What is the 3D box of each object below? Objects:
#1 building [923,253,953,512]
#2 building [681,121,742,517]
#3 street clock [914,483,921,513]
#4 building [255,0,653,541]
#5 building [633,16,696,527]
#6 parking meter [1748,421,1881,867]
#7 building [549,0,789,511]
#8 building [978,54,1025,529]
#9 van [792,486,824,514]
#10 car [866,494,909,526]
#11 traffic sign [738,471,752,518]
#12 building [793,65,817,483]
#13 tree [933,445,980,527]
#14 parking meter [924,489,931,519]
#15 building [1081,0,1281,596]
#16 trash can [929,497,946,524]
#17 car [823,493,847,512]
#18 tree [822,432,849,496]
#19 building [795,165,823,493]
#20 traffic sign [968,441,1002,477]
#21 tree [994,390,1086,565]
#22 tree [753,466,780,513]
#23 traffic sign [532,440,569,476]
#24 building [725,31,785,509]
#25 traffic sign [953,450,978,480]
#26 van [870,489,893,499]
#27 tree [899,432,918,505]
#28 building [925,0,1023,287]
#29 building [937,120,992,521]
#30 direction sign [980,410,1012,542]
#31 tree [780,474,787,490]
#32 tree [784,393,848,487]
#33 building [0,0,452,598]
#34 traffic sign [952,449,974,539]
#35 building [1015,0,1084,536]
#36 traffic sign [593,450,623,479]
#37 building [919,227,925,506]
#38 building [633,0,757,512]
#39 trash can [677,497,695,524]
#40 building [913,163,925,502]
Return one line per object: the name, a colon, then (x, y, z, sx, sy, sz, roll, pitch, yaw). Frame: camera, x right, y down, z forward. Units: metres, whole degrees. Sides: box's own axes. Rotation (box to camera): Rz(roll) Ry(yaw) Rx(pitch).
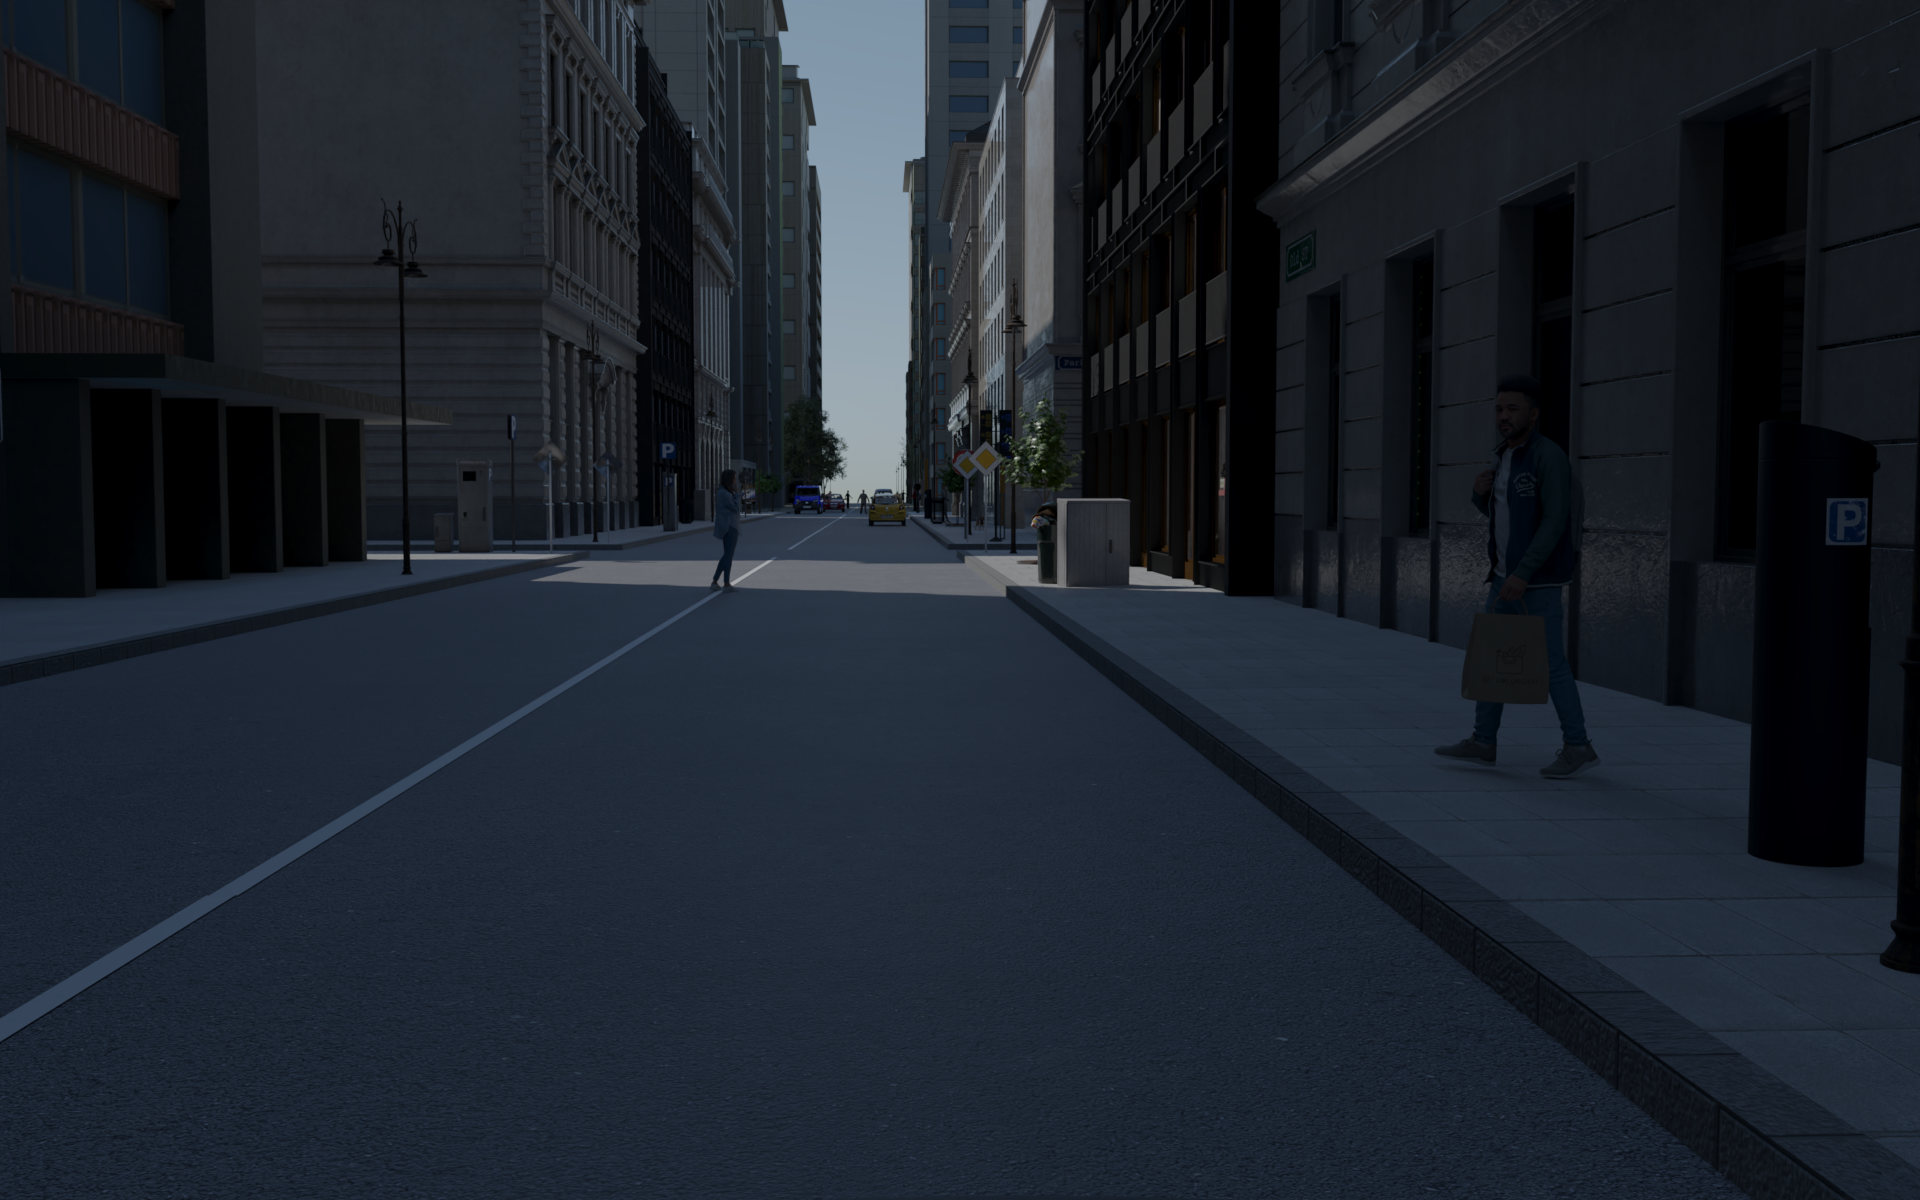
building: (11.179, -18.015, 139.591, 27.650, 21.520, 28.899, 0, 4, -3)
building: (-19.592, -15.501, 95.244, 13.314, 21.916, 24.055, 0, 4, -3)
street clock: (-2.855, -6.858, 116.699, 0.471, 2.002, 0.358, 0, 4, 4)
building: (-16.643, -13.902, 56.179, 11.050, 23.489, 19.941, 0, 4, -3)
building: (-18.569, -15.004, 74.992, 12.332, 23.373, 15.834, 0, 4, -3)
parking meter: (2.992, 0.142, 6.085, 0.372, 1.533, 0.369, 0, 3, 0)
building: (-31.772, -35.565, 170.718, 28.713, 52.752, 27.495, 0, 4, -3)
building: (6.449, -13.295, 72.125, 10.420, 20.320, 16.860, 0, 4, -3)
van: (-10.868, -7.338, 124.357, 2.240, 2.365, 5.245, 0, 4, -2)
car: (-3.315, -4.211, 79.068, 2.015, 1.641, 3.980, 0, 4, -2)
traffic sign: (-11.632, -5.732, 93.832, 0.768, 2.556, 0.104, 0, 4, 2)
building: (-32.692, -38.409, 217.219, 28.713, 52.752, 27.495, 0, 4, -3)
tree: (0.036, -4.517, 68.455, 1.663, 3.219, 1.824, 0, 3, 0)
parking meter: (-1.676, -4.998, 90.123, 0.372, 1.533, 0.369, 0, 3, 0)
building: (9.132, -12.200, 29.149, 12.332, 23.373, 15.834, 0, 4, -3)
trash can: (-0.965, -3.835, 74.358, 0.748, 1.137, 0.748, 0, 3, 0)
car: (-10.102, -7.909, 138.354, 2.155, 1.783, 4.494, 0, 4, -5)
tree: (-21.644, -21.526, 277.710, 9.928, 11.665, 9.643, 0, 3, 0)
building: (-30.316, -37.816, 241.986, 21.300, 48.544, 21.600, 0, 4, -3)
traffic sign: (0.591, -2.190, 37.994, 0.795, 2.593, 0.064, 0, 4, -3)
tree: (1.660, -2.279, 31.868, 1.663, 3.219, 1.824, 0, 3, 0)
tree: (-13.923, -7.700, 120.494, 1.663, 3.219, 1.824, 0, 3, 0)
traffic sign: (-8.894, -2.164, 37.572, 0.795, 2.593, 0.064, 0, 4, -3)
building: (-22.725, -28.532, 150.094, 14.154, 41.232, 14.086, 0, 4, -3)
traffic sign: (0.218, -2.678, 45.970, 0.795, 2.593, 0.064, 0, 4, -3)
van: (-5.953, -7.784, 134.283, 2.013, 2.044, 4.112, 0, 4, -4)
tree: (-5.451, -15.663, 206.444, 4.360, 8.622, 3.978, 0, 3, 0)
building: (7.103, -38.214, 166.805, 21.231, 58.520, 28.212, 0, 4, -3)
building: (3.965, -15.315, 101.307, 10.553, 20.767, 40.483, 0, 4, -3)
direction sign: (0.969, -3.341, 46.614, 0.876, 3.537, 0.379, 0, 4, 7)
tree: (-14.705, -8.639, 135.854, 1.663, 3.219, 1.824, 0, 3, 0)
tree: (-17.493, -17.082, 196.291, 9.611, 12.733, 9.660, 0, 3, 0)
building: (-24.325, -22.529, 22.969, 28.867, 44.769, 22.147, 0, 4, -3)
traffic sign: (0.162, -3.015, 49.395, 0.768, 2.556, 0.104, 0, 4, 0)
building: (12.100, -13.199, 51.963, 21.152, 22.565, 11.583, 0, 4, -3)
traffic sign: (-9.267, -2.652, 45.549, 0.795, 2.593, 0.064, 0, 4, -3)
building: (2.501, -25.532, 189.156, 14.160, 30.474, 14.107, 0, 4, -3)
building: (-26.143, -42.338, 130.484, 20.563, 71.187, 20.611, 0, 4, -3)
trash can: (-11.841, -3.867, 74.878, 0.748, 1.137, 0.748, 0, 3, 0)
building: (1.111, -32.613, 216.817, 14.154, 41.232, 14.086, 0, 4, -3)
